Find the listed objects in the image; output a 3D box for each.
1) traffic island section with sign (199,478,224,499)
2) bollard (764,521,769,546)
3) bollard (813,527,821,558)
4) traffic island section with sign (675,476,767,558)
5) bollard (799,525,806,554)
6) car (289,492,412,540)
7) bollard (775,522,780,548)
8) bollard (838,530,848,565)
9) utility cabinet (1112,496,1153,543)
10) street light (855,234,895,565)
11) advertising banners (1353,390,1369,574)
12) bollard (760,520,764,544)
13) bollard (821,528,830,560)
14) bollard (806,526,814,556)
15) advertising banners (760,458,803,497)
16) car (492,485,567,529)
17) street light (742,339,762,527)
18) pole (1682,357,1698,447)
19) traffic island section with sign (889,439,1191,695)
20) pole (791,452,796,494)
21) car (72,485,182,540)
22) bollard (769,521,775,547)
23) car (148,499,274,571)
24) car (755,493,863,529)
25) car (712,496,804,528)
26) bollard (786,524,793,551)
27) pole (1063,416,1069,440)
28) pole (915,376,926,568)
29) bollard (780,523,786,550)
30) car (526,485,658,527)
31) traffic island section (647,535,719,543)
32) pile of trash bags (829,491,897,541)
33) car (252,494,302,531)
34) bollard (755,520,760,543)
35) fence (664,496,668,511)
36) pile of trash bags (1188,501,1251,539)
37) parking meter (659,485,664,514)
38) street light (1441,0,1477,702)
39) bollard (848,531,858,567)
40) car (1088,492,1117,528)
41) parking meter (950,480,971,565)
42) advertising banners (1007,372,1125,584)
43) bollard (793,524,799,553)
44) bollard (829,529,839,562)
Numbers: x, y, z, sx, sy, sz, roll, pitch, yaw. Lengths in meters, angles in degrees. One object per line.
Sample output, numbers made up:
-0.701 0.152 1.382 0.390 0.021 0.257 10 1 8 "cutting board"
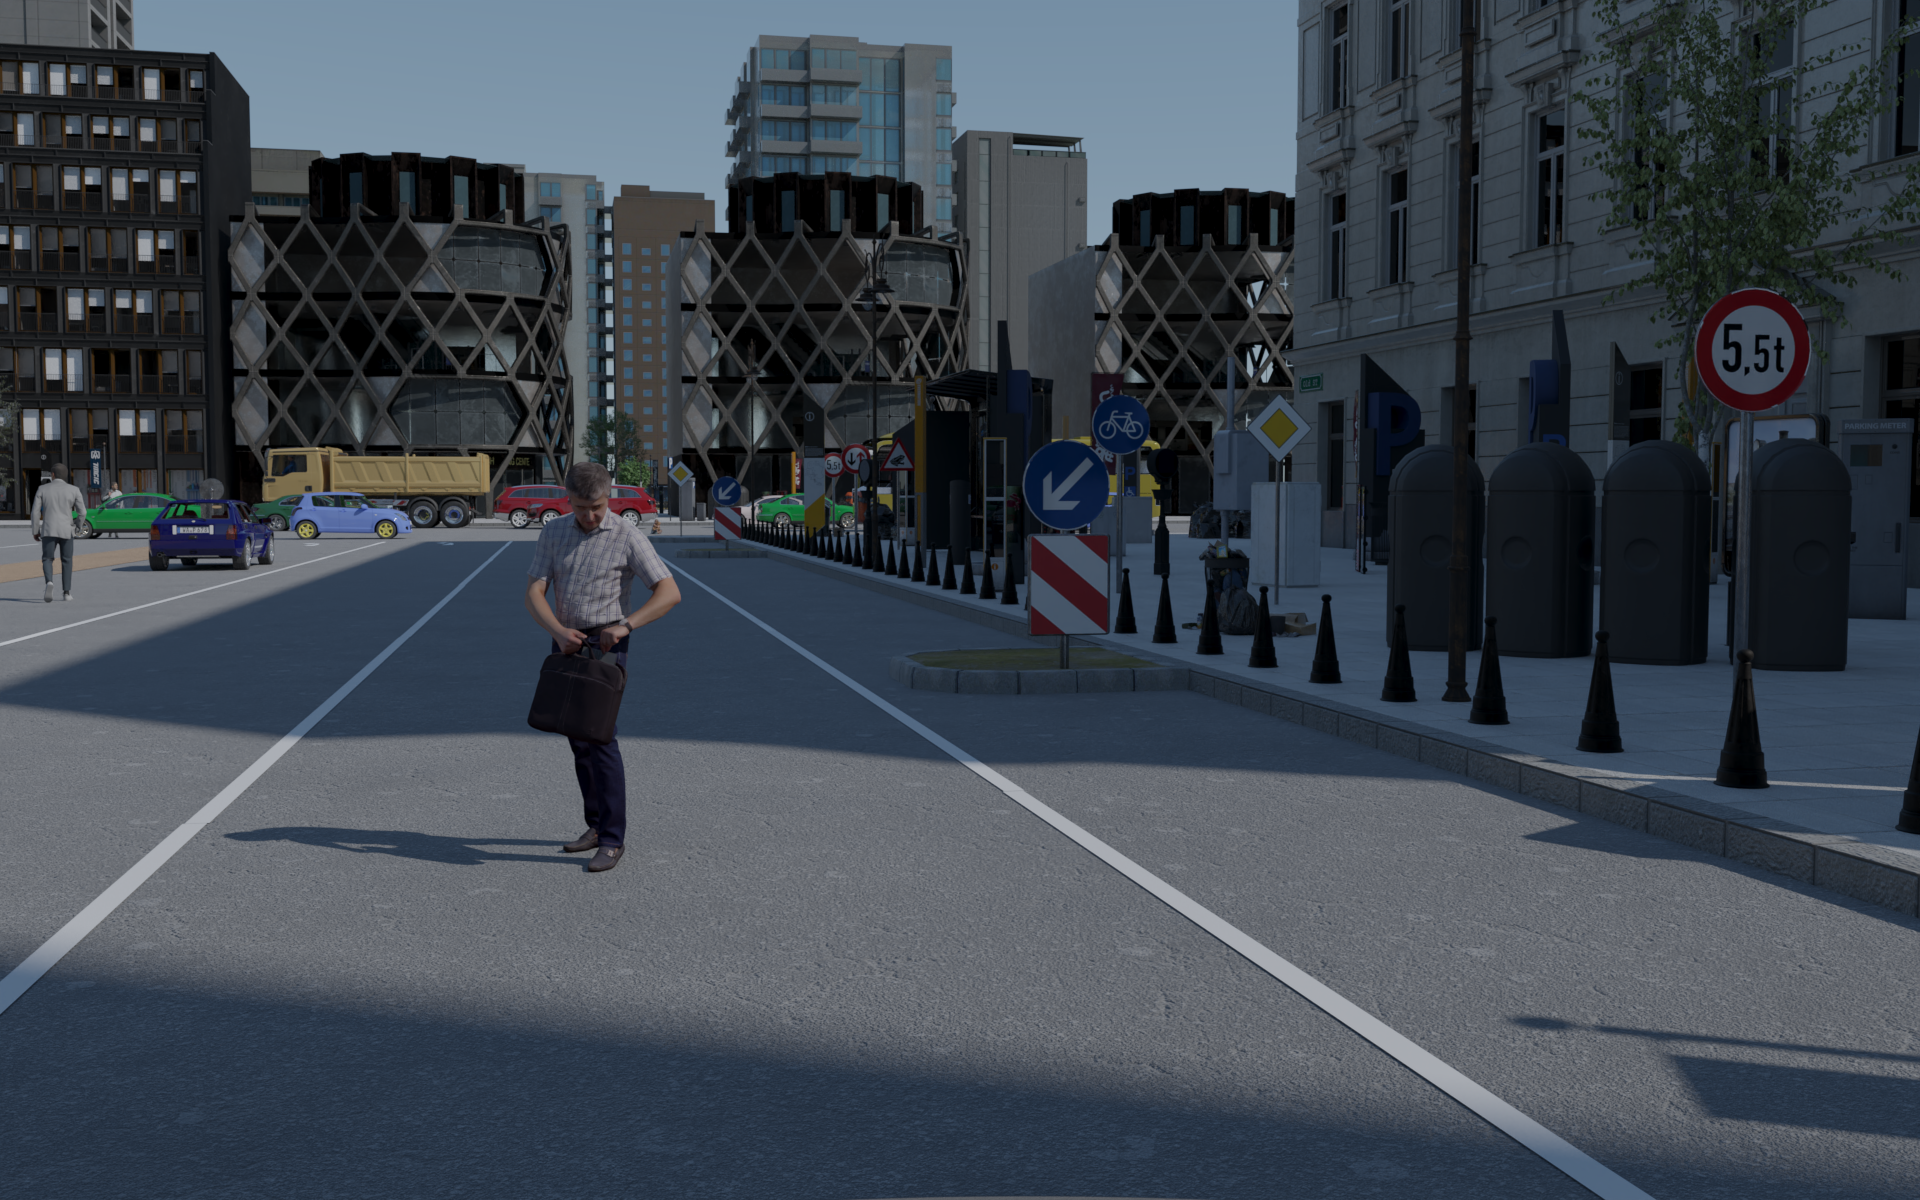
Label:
-21.541 -2.536 49.595 2.006 1.907 1.989 -1 4 -13 "traffic island section with sign"
-4.675 -1.655 43.107 0.229 0.601 0.229 0 3 0 "bollard"
-2.766 -1.145 34.763 0.229 0.601 0.229 0 3 0 "bollard"
-5.505 -1.897 39.645 1.989 1.847 2.006 -1 4 -13 "traffic island section with sign"
-3.245 -1.273 36.854 0.229 0.601 0.229 0 3 0 "bollard"
-19.444 -2.797 55.330 3.694 1.707 1.945 -1 4 -14 "car"
-4.197 -1.528 41.019 0.229 0.601 0.229 0 3 0 "bollard"
-2.045 -0.953 31.618 0.229 0.601 0.229 0 3 0 "bollard"
4.480 -2.077 45.120 1.020 1.237 0.306 -1 4 -10 "utility cabinet"
-1.526 -3.560 30.998 0.468 5.910 1.993 -1 4 -13 "street light"
6.585 -1.976 28.503 0.090 3.025 2.074 0 4 8 "advertising banners"
-4.914 -1.719 44.149 0.229 0.601 0.229 0 3 0 "bollard"
-2.527 -1.081 33.715 0.229 0.601 0.229 0 3 0 "bollard"
-3.003 -1.209 35.804 0.229 0.601 0.229 0 3 0 "bollard"
-8.726 -5.410 84.638 2.074 3.025 0.090 0 4 -2 "advertising banners"
-17.001 -3.940 73.087 5.304 1.827 2.281 -1 4 -12 "car"
-6.206 -4.832 51.791 0.468 5.910 1.993 -1 4 -13 "street light"
10.886 -1.960 25.893 0.158 3.312 0.155 0 3 0 "pole"
0.509 -0.290 13.366 1.989 1.847 2.006 -1 4 -13 "traffic island section with sign"
-8.074 -5.514 84.003 0.158 3.312 0.155 0 3 0 "pole"
-26.551 -2.863 55.605 4.718 1.807 1.959 -1 4 -14 "car"
-4.437 -1.592 42.066 0.229 0.601 0.229 0 3 0 "bollard"
-14.548 -1.298 33.803 1.945 1.354 3.894 -1 4 -12 "car"
-6.133 -3.863 71.962 4.718 1.807 1.959 -1 4 -12 "car"
-8.243 -3.804 74.552 4.827 1.381 2.083 -1 4 -14 "car"
-3.718 -1.400 38.937 0.229 0.601 0.229 0 3 0 "bollard"
2.753 -3.139 45.166 0.158 3.312 0.155 0 3 0 "pole"
-0.683 -2.211 29.987 0.158 3.312 0.155 0 3 0 "pole"
-3.960 -1.464 39.978 0.229 0.601 0.229 0 3 0 "bollard"
-15.088 -3.818 71.095 5.304 1.827 2.281 -1 4 -12 "car"
-8.407 -1.839 52.343 2.009 0.180 2.903 -1 4 -13 "traffic island section"
-1.944 -2.405 49.075 1.912 1.369 3.447 -3 5 -40 "pile of trash bags"
-25.041 -3.403 67.430 4.920 1.459 2.131 -1 4 -12 "car"
-5.149 -1.783 45.191 0.229 0.601 0.229 0 3 0 "bollard"
-22.240 -7.406 132.288 0.480 1.192 2.264 1 4 17 "fence"
8.370 -2.483 50.344 3.447 1.369 1.912 0 4 7 "pile of trash bags"
-19.721 -6.647 114.387 0.255 1.863 0.399 0 4 -4 "parking meter"
3.082 -2.311 10.572 0.468 5.910 1.993 -1 4 -13 "street light"
-1.807 -0.889 30.577 0.229 0.601 0.229 0 3 0 "bollard"
4.895 -3.382 64.892 3.694 1.707 1.945 -1 4 -15 "car"
0.006 -1.406 31.402 0.372 1.533 0.369 0 3 0 "parking meter"
1.388 -1.745 24.725 2.074 3.025 0.090 -1 4 -18 "advertising banners"
-3.478 -1.337 37.896 0.229 0.601 0.229 0 3 0 "bollard"
-2.286 -1.017 32.670 0.229 0.601 0.229 0 3 0 "bollard"
